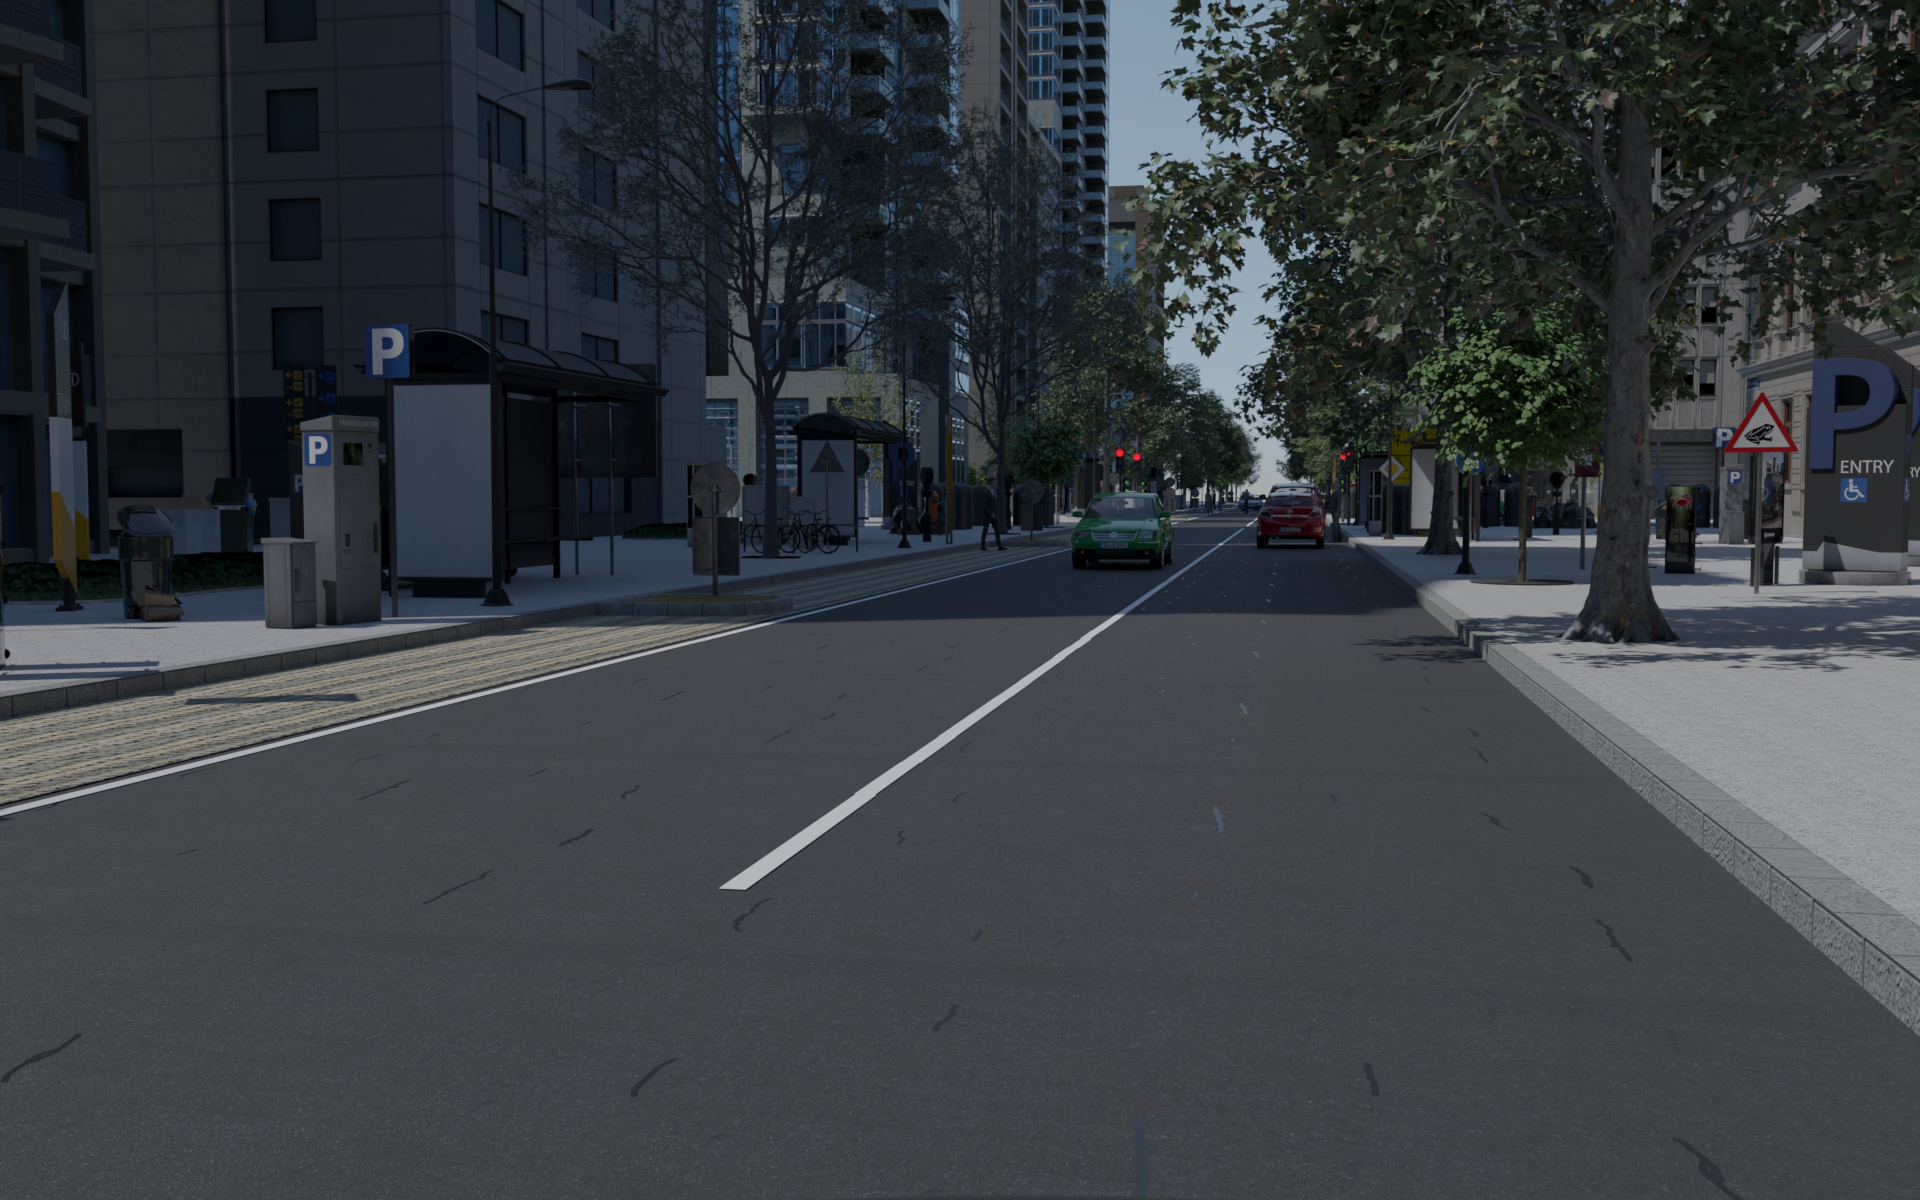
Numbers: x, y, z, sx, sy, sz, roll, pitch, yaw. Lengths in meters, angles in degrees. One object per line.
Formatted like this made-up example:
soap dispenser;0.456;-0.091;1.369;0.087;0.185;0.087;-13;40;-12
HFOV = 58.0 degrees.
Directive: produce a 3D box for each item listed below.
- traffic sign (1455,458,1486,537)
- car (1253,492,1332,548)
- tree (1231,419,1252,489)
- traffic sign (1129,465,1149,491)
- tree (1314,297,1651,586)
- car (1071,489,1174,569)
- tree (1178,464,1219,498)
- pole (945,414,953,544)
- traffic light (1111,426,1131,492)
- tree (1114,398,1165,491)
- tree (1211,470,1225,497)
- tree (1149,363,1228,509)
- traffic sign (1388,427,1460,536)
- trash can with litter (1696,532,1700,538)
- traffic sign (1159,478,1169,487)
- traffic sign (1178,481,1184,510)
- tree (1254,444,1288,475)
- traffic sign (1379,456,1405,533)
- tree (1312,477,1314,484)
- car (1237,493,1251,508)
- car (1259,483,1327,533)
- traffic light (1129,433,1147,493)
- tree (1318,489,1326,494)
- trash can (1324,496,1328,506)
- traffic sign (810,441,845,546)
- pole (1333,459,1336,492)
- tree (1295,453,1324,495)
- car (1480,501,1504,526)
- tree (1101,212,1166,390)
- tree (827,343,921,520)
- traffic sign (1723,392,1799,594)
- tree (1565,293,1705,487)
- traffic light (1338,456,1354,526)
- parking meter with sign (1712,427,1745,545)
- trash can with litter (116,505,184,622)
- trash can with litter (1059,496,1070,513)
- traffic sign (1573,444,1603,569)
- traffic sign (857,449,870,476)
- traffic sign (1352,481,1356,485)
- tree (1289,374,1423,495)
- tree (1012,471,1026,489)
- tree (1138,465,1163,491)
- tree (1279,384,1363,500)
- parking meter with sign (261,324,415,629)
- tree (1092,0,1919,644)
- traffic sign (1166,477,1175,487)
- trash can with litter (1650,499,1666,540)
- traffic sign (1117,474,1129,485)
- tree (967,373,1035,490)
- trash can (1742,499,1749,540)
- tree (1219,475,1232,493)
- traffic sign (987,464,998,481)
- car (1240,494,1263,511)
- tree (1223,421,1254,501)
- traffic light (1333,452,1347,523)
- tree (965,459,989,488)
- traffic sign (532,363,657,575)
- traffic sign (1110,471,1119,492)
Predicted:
traffic sign;13.421;-2.783;45.600;0.768;2.556;0.104;1;4;13
car;9.065;-2.340;47.295;2.155;1.783;4.494;1;4;12
tree;38.044;-20.241;249.069;7.486;12.596;7.792;0;3;0
traffic sign;12.365;-7.929;123.513;2.265;3.308;0.079;1;4;20
tree;8.066;-2.519;24.892;4.285;4.588;4.351;0;3;0
car;3.293;-1.584;34.689;1.959;1.807;4.718;1;4;10
tree;22.805;-11.424;170.489;4.285;4.588;4.351;0;3;0
pole;-0.281;-3.091;44.381;0.158;3.312;0.155;0;3;0
traffic light;6.655;-5.063;71.693;0.839;4.253;0.868;1;4;11
tree;12.460;-10.273;118.319;4.360;8.622;3.978;0;3;0
tree;30.422;-15.760;208.032;4.737;8.622;4.395;0;3;0
tree;19.032;-14.162;149.675;7.486;12.596;7.792;0;3;0
traffic sign;14.109;-3.578;52.373;2.265;3.308;0.079;1;4;14
trash can with litter;21.104;-2.408;50.750;1.055;1.170;0.624;-1;4;-20
traffic sign;14.722;-7.692;125.763;0.884;2.594;0.081;1;4;14
traffic sign;17.857;-8.477;140.729;0.606;2.300;0.079;1;4;17
tree;48.888;-19.899;235.724;12.009;13.543;11.850;0;3;0
traffic sign;13.048;-3.132;52.389;0.795;2.450;0.064;1;4;12
tree;19.687;-6.036;82.402;4.285;4.588;4.351;0;3;0
car;28.930;-10.085;174.474;1.945;1.707;3.694;1;4;13
car;11.380;-3.084;59.101;2.281;1.827;5.304;1;4;9
traffic light;8.160;-5.542;79.536;0.839;4.253;0.868;1;4;11
tree;41.671;-12.459;198.297;1.663;3.219;1.824;0;3;0
trash can;29.223;-7.696;137.477;0.748;1.137;0.748;0;3;0
traffic sign;-3.263;-2.601;42.536;0.884;2.594;0.081;1;4;14
pole;21.481;-6.456;99.406;0.158;3.312;0.155;0;3;0
tree;34.687;-13.258;167.127;4.737;8.622;4.395;0;3;0
car;21.440;-4.002;74.234;4.718;1.807;1.959;1;4;9
tree;1.191;-8.811;54.428;12.009;13.543;11.850;0;3;0
tree;-4.296;-8.189;84.246;4.737;8.622;4.395;0;3;0
traffic sign;10.242;-1.357;22.199;0.884;2.594;0.081;1;4;16
tree;22.590;-6.706;60.013;4.737;8.622;4.395;0;3;0
traffic light;15.705;-4.958;69.979;0.839;4.253;0.868;1;4;11
parking meter with sign;19.779;-2.948;44.453;0.543;3.016;1.738;1;4;10
trash can with litter;-8.224;-0.390;17.765;0.624;1.170;1.055;-3;5;-41
trash can with litter;7.174;-6.713;120.817;1.678;1.210;2.233;-2;4;-33
traffic sign;10.606;-1.794;29.439;0.768;2.556;0.104;1;4;16
traffic sign;-2.923;-2.993;49.034;0.768;2.556;0.104;1;4;15
traffic sign;22.418;-6.097;99.688;0.884;2.594;0.081;1;4;14
tree;21.391;-10.725;93.487;7.486;12.596;7.792;0;3;0
tree;4.247;-7.569;118.354;1.663;3.219;1.824;0;3;0
tree;12.356;-7.267;113.414;1.663;3.219;1.824;0;3;0
tree;26.173;-11.577;123.699;7.601;10.594;8.767;-1;4;-15
parking meter with sign;-6.159;-1.278;17.163;0.543;3.016;1.738;1;4;20
tree;5.961;-5.993;14.995;9.611;12.733;9.660;0;3;0
traffic sign;15.572;-7.854;128.524;0.768;2.556;0.104;1;4;16
trash can with litter;19.568;-2.284;48.734;1.055;1.170;0.624;1;4;23
traffic sign;9.141;-5.927;97.019;0.768;2.556;0.104;1;4;14
tree;2.584;-9.552;106.531;4.737;8.622;4.395;0;3;0
trash can;22.324;-2.286;49.033;0.748;1.137;0.748;0;3;0
tree;34.381;-14.987;228.748;4.285;4.588;4.351;0;3;0
traffic sign;1.498;-4.487;73.468;0.768;2.556;0.104;1;4;17
car;24.635;-8.199;146.061;2.014;1.417;4.499;1;4;10
tree;49.526;-24.402;309.339;12.009;13.543;11.850;0;3;0
traffic light;17.210;-5.437;77.821;0.839;4.253;0.868;1;4;11
tree;0.679;-6.203;96.025;1.663;3.219;1.824;0;3;0
traffic sign;-5.801;-2.051;27.401;2.265;3.308;0.079;1;4;20
traffic sign;8.726;-5.960;97.547;0.768;2.556;0.104;1;4;14
